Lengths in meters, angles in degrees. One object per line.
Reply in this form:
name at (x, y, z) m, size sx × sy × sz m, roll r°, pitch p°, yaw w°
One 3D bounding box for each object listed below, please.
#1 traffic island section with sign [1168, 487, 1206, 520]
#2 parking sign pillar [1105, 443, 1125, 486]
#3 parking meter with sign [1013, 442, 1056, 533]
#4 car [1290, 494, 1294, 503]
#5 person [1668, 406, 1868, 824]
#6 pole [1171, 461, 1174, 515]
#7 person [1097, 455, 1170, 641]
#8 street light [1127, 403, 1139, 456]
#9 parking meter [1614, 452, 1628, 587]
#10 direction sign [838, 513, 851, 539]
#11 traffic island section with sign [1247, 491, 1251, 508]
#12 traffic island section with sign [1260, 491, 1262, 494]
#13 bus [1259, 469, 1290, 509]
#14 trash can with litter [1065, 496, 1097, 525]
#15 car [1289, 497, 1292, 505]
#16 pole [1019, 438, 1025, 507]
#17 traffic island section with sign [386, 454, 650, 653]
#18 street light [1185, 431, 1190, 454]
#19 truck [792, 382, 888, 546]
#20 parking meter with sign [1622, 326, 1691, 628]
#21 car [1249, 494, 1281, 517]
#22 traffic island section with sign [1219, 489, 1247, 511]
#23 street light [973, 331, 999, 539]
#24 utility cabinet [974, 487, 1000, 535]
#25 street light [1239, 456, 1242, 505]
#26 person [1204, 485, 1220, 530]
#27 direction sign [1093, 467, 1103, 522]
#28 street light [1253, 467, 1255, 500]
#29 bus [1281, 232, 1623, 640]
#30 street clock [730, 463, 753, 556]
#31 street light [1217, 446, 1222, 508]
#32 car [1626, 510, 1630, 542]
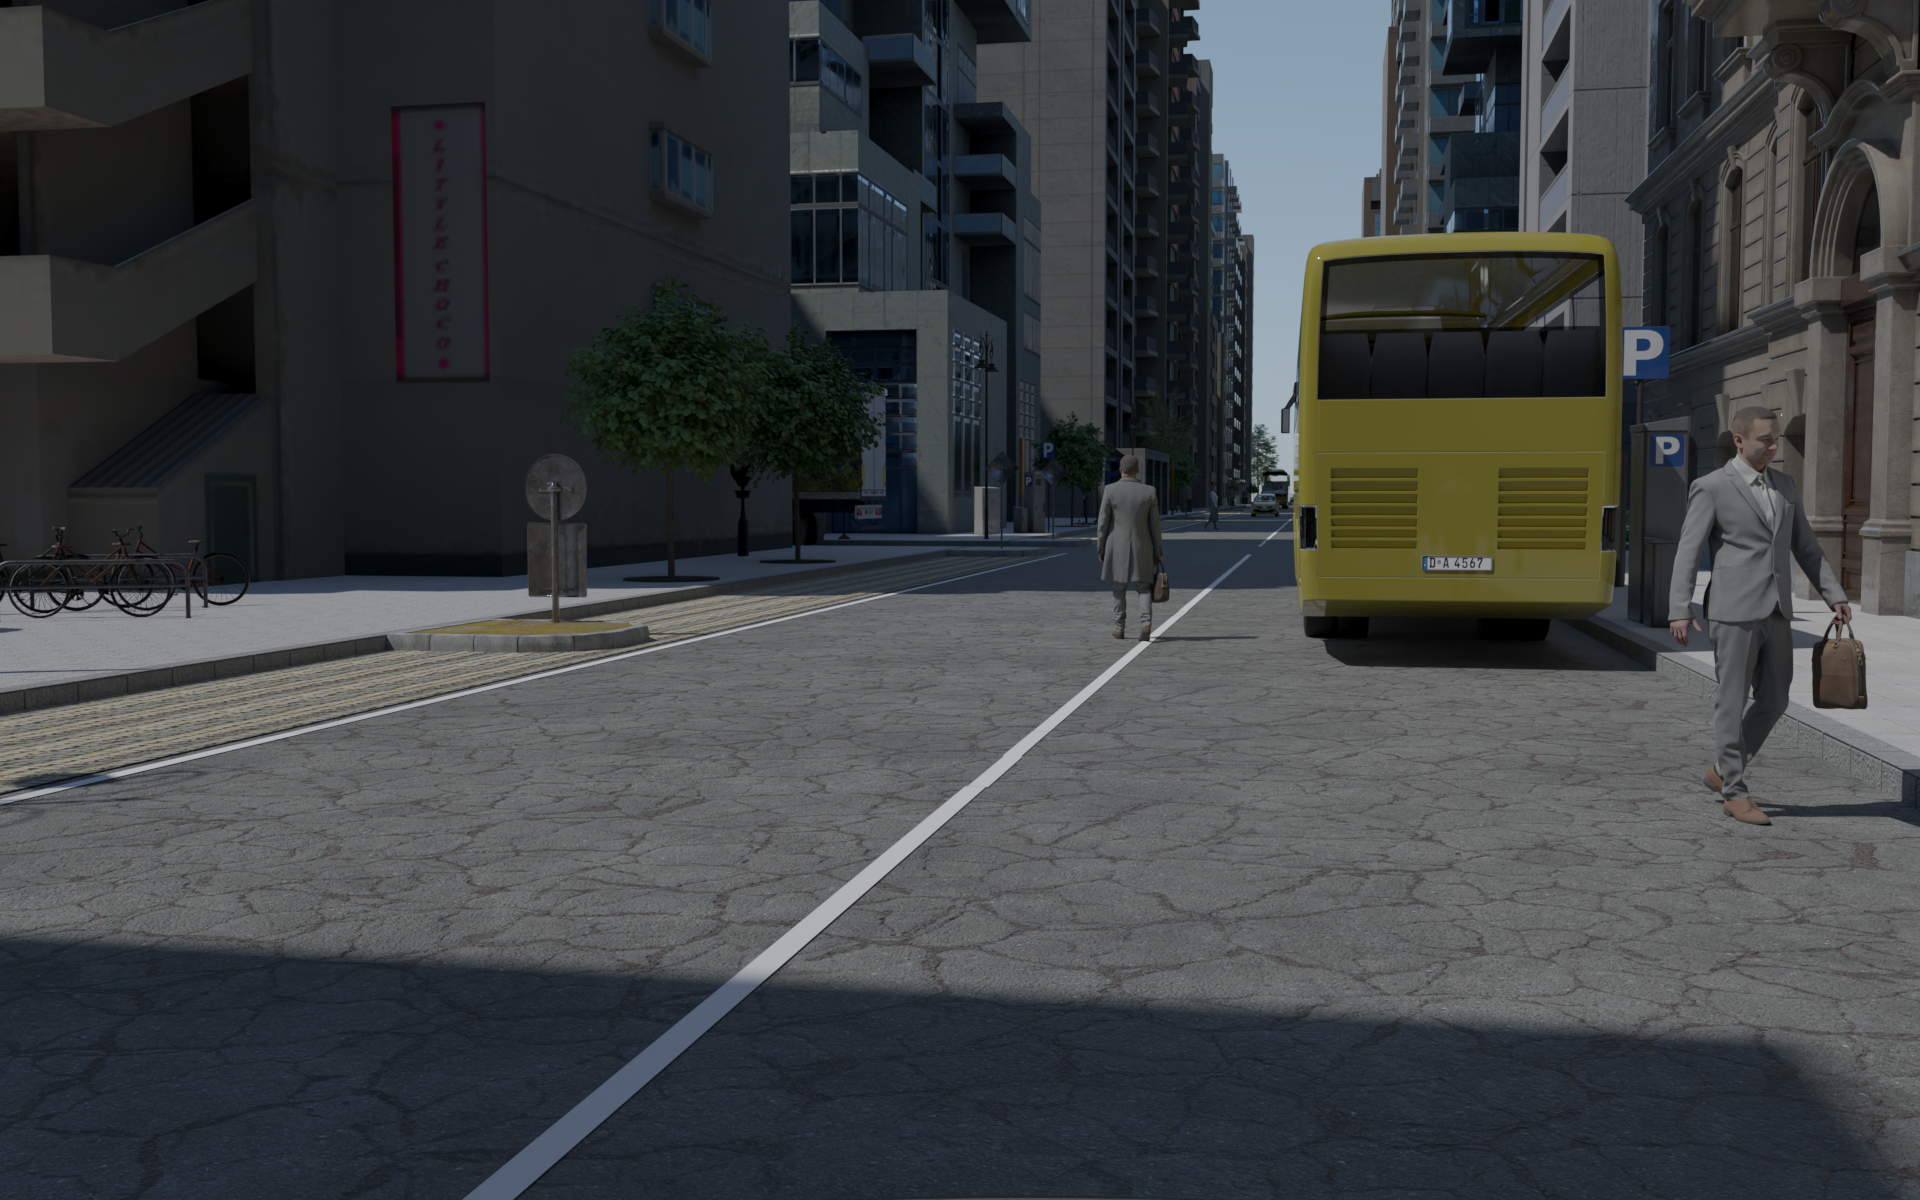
traffic island section with sign at (12.778, -5.425, 97.325) m, size 1.989 × 1.847 × 2.006 m, roll 1°, pitch 4°, yaw 12°
parking sign pillar at (8.227, -6.240, 90.497) m, size 1.447 × 3.967 × 1.447 m, roll 2°, pitch 4°, yaw 29°
parking meter with sign at (2.444, -3.732, 57.277) m, size 0.543 × 3.016 × 1.738 m, roll 3°, pitch 5°, yaw 40°
car at (47.960, -14.729, 251.036) m, size 2.015 × 1.641 × 3.980 m, roll 1°, pitch 4°, yaw 12°
person at (3.489, 0.063, 7.592) m, size 0.709 × 1.813 × 0.853 m, roll -1°, pitch 4°, yaw -16°
pole at (12.929, -6.816, 105.287) m, size 0.158 × 3.312 × 0.155 m, roll 0°, pitch 3°, yaw 0°
person at (1.688, -0.512, 16.968) m, size 0.694 × 1.812 × 0.767 m, roll 0°, pitch 4°, yaw -1°
street light at (8.780, -7.045, 87.978) m, size 0.468 × 5.910 × 1.993 m, roll 1°, pitch 4°, yaw 12°
parking meter at (9.014, -1.120, 24.022) m, size 0.399 × 1.863 × 0.255 m, roll 3°, pitch 4°, yaw 36°
direction sign at (-3.287, -3.490, 49.053) m, size 0.876 × 3.537 × 0.379 m, roll -1°, pitch 4°, yaw -20°
traffic island section with sign at (28.445, -10.023, 172.506) m, size 1.989 × 1.847 × 2.006 m, roll 1°, pitch 4°, yaw 12°
traffic island section with sign at (45.277, -14.964, 253.294) m, size 1.989 × 1.847 × 2.006 m, roll 1°, pitch 4°, yaw 12°
bus at (31.165, -10.961, 170.758) m, size 2.896 × 3.916 × 12.252 m, roll 1°, pitch 4°, yaw 12°
trash can with litter at (5.081, -3.704, 71.610) m, size 1.678 × 1.210 × 2.233 m, roll 1°, pitch 4°, yaw 9°
car at (40.954, -12.858, 219.022) m, size 1.959 × 1.807 × 4.718 m, roll 1°, pitch 4°, yaw 10°
pole at (2.252, -4.242, 63.207) m, size 0.158 × 3.312 × 0.155 m, roll 0°, pitch 3°, yaw 0°
traffic island section with sign at (-4.076, -0.482, 16.512) m, size 1.989 × 1.847 × 2.006 m, roll 1°, pitch 4°, yaw 12°
street light at (16.311, -9.255, 124.107) m, size 0.468 × 5.910 × 1.993 m, roll 1°, pitch 4°, yaw 12°
truck at (-7.658, -3.483, 45.860) m, size 11.283 × 4.237 × 2.839 m, roll 1°, pitch 4°, yaw 13°
parking meter with sign at (6.959, -1.287, 17.307) m, size 0.543 × 3.016 × 1.738 m, roll 1°, pitch 4°, yaw 10°
car at (19.401, -6.105, 110.045) m, size 2.015 × 1.641 × 3.980 m, roll 1°, pitch 4°, yaw 12°
traffic island section with sign at (22.938, -8.409, 146.117) m, size 1.989 × 1.847 × 2.006 m, roll 1°, pitch 4°, yaw 12°
street light at (0.754, -4.674, 49.215) m, size 0.468 × 5.910 × 1.993 m, roll 1°, pitch 4°, yaw 12°
utility cabinet at (0.858, -2.767, 53.915) m, size 0.318 × 1.500 × 1.173 m, roll 2°, pitch 4°, yaw 28°
street light at (33.315, -14.248, 205.737) m, size 0.468 × 5.910 × 1.993 m, roll 1°, pitch 4°, yaw 12°
person at (10.112, -3.717, 69.505) m, size 0.641 × 1.798 × 0.478 m, roll 2°, pitch 4°, yaw 26°
direction sign at (6.205, -5.276, 78.257) m, size 0.379 × 3.537 × 0.876 m, roll 2°, pitch 4°, yaw 35°
street light at (41.372, -16.576, 243.802) m, size 0.468 × 5.910 × 1.993 m, roll 1°, pitch 4°, yaw 12°
bus at (5.144, -1.737, 19.940) m, size 2.896 × 3.916 × 12.252 m, roll 1°, pitch 4°, yaw 11°
street clock at (-4.473, -1.903, 35.678) m, size 0.471 × 2.002 × 0.358 m, roll 1°, pitch 4°, yaw 12°
street light at (24.226, -11.585, 162.201) m, size 0.468 × 5.910 × 1.993 m, roll 1°, pitch 4°, yaw 12°
car at (18.425, -2.032, 42.015) m, size 4.718 × 1.807 × 1.959 m, roll 1°, pitch 4°, yaw 10°
